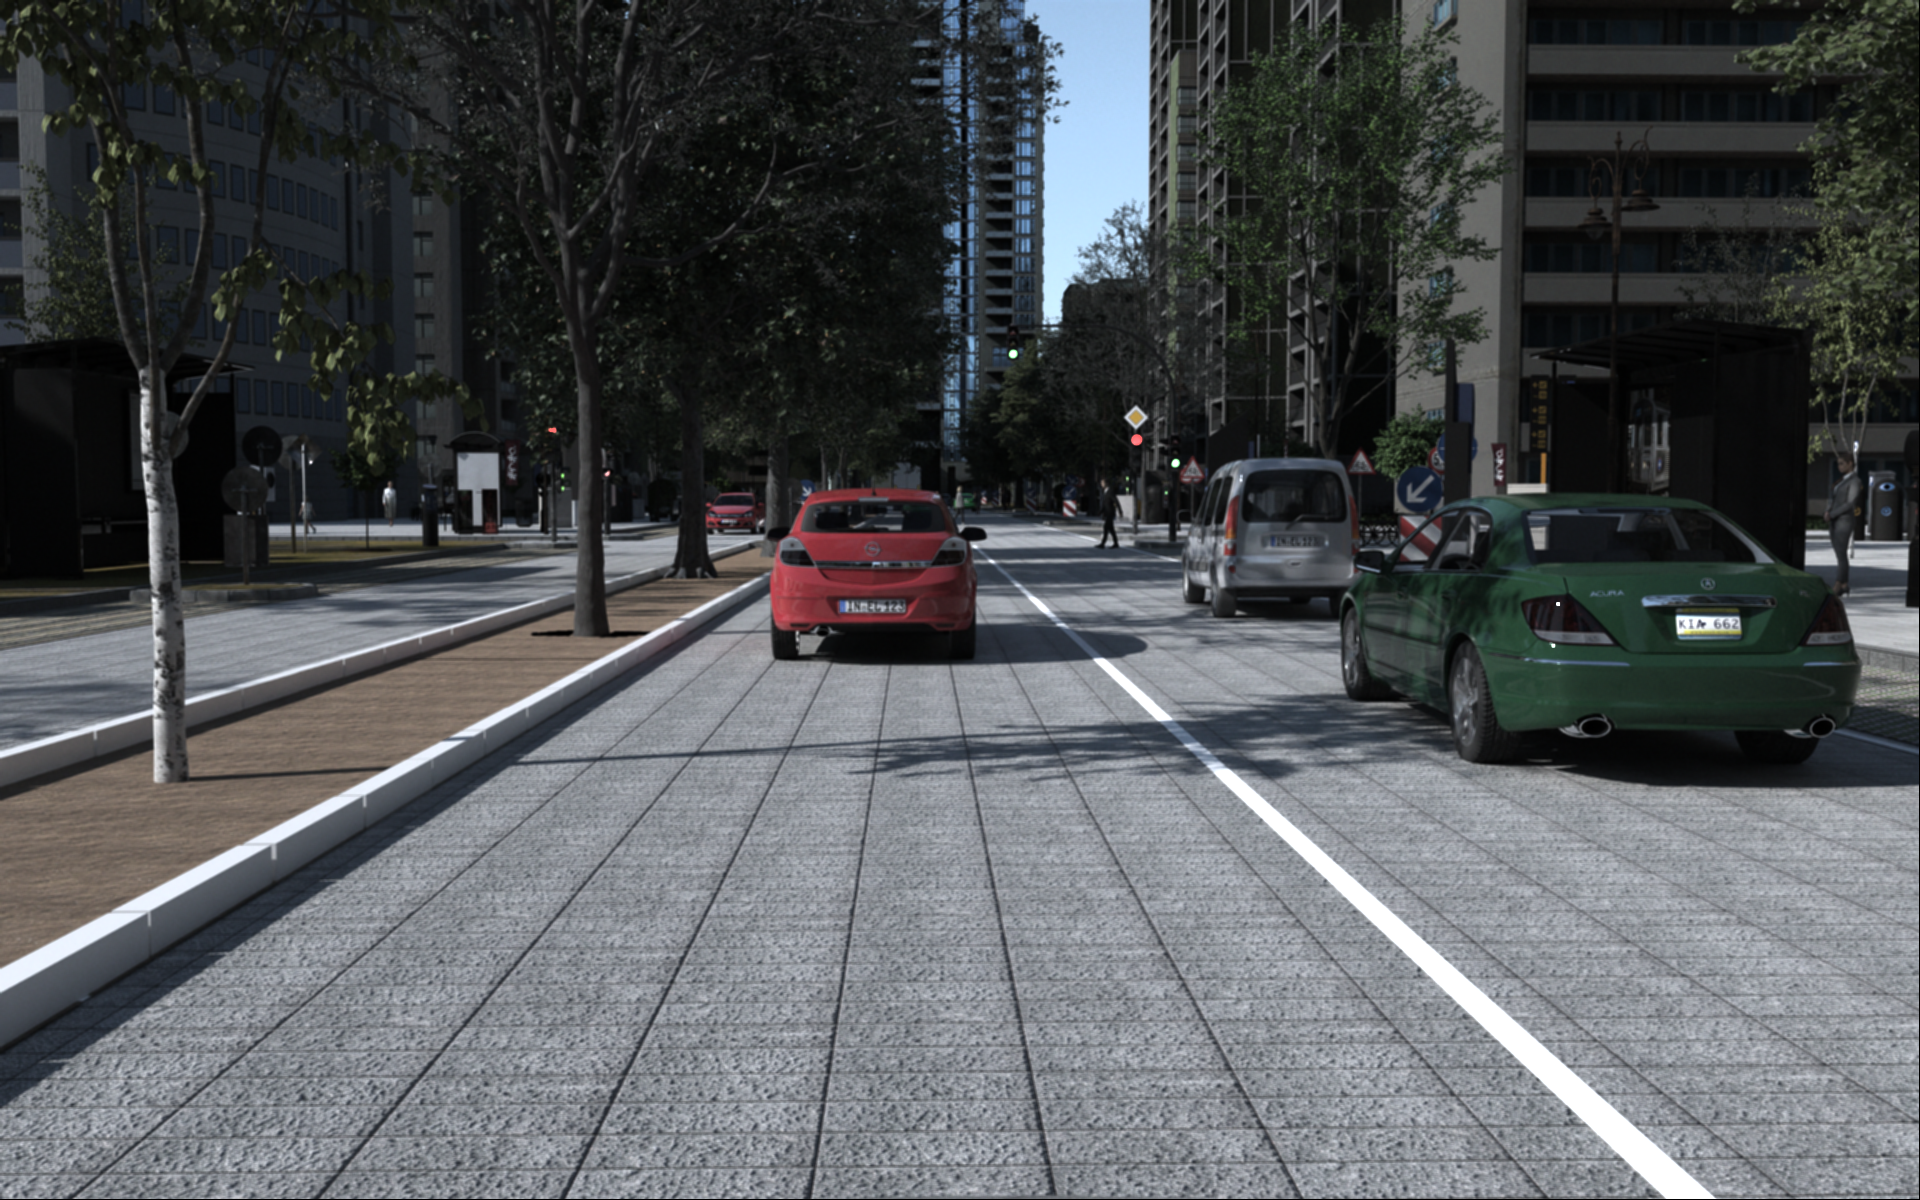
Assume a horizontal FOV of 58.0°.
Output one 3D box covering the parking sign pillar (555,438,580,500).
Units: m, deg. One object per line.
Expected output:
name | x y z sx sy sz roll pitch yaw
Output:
parking sign pillar | -15.730 -5.080 71.532 1.447 3.967 1.447 3 5 42

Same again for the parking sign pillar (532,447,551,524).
parking sign pillar | -17.809 -5.279 74.784 1.447 3.967 1.447 -1 4 -14

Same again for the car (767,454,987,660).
car | -0.797 -0.456 16.502 2.155 1.783 4.494 0 4 -2

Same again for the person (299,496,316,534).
person | -21.107 -2.748 55.993 0.382 1.210 0.505 2 4 32

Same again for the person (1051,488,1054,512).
person | 6.732 -7.197 124.381 0.731 1.740 0.598 -2 4 -24

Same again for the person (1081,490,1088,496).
person | 12.911 -10.586 179.828 1.217 1.736 0.721 3 4 39

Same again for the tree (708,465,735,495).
tree | -15.590 -7.182 112.028 1.663 3.219 1.824 0 3 0

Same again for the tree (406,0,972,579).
tree | -4.553 -6.714 29.237 9.611 12.733 9.660 0 3 0

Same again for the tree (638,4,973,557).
tree | -4.196 -7.946 39.025 9.857 13.997 8.962 0 3 0

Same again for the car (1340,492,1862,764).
car | 3.615 0.071 10.641 2.131 1.459 4.920 0 4 0

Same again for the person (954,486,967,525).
person | -0.046 -4.314 79.212 0.728 1.800 0.709 -1 4 -20

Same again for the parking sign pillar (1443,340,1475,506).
parking sign pillar | 8.885 -2.594 30.877 1.447 3.967 1.447 1 4 19

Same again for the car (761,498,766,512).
car | -12.339 -6.138 112.930 1.945 1.354 3.894 0 4 -2

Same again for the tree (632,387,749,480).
tree | -14.648 -10.778 94.343 7.486 12.596 7.792 0 3 0

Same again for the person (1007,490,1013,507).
person | 5.095 -10.519 178.741 0.721 1.735 1.217 -3 5 -44

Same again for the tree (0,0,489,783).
tree | -3.873 -3.382 8.113 4.737 8.622 4.395 0 3 0

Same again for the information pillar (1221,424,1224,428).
information pillar | 8.749 -4.061 57.748 0.183 3.616 0.504 1 4 17

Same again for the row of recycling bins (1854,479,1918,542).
row of recycling bins | 25.604 -2.437 46.957 3.534 1.692 1.069 2 4 33

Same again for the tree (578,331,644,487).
tree | -13.906 -7.011 64.985 4.360 8.622 3.978 0 3 0

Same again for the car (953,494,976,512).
car | 0.383 -8.089 141.052 1.959 1.807 4.718 0 4 -2

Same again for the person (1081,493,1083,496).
person | 13.470 -11.120 191.085 0.421 1.427 0.697 1 4 9

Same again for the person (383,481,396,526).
person | -22.621 -3.822 68.759 0.478 1.798 0.641 0 4 -7

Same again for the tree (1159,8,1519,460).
tree | 8.202 -6.874 38.146 9.928 11.665 9.643 0 3 0

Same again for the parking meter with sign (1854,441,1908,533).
parking meter with sign | 30.214 -3.698 56.728 1.738 3.016 0.543 0 4 8

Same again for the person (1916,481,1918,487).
person | 13.577 -1.081 23.997 0.573 1.790 0.520 3 5 39

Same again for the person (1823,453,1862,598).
person | 10.832 -0.924 21.419 0.573 1.790 0.520 -1 4 -11

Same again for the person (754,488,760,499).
person | -16.600 -8.330 142.371 0.705 1.807 1.348 2 4 34

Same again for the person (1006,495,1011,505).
person | 5.423 -11.359 194.994 0.421 1.427 0.697 -3 4 -36

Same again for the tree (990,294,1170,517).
tree | 7.543 -11.108 98.620 9.611 12.733 9.660 0 3 0

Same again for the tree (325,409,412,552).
tree | -13.460 -2.710 38.908 1.663 3.219 1.824 0 3 0

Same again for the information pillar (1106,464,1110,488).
information pillar | 10.735 -8.234 125.972 0.183 3.616 0.504 2 4 30

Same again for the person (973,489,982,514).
person | 1.257 -6.908 121.809 0.716 1.782 0.532 -1 4 -18

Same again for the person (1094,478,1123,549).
person | 3.840 -2.268 45.361 0.755 1.850 0.659 -1 4 -15

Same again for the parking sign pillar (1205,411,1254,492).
parking sign pillar | 8.612 -4.132 56.035 1.447 3.967 1.447 0 4 -4

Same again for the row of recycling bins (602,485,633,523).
row of recycling bins | -17.145 -4.846 86.341 1.069 1.692 3.534 0 4 1

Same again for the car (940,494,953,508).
car | -1.619 -9.981 175.197 2.014 1.417 4.499 0 4 0

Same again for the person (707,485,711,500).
person | -14.930 -5.920 103.042 0.583 1.804 0.606 1 4 15

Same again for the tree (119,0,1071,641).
tree | -3.673 -6.363 16.870 12.009 13.543 11.850 0 3 0

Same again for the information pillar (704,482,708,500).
information pillar | -16.017 -6.402 109.158 0.304 2.012 0.304 0 4 -7

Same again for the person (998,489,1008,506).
person | 4.670 -10.974 185.602 1.348 1.807 0.705 0 4 8

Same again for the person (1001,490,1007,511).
person | 3.693 -8.392 146.164 0.568 1.767 0.683 -3 5 -42

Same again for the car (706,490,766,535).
car | -8.083 -3.282 62.704 2.155 1.783 4.494 0 4 0

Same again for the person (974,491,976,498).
person | 1.586 -10.892 187.308 0.721 1.735 1.217 -3 4 -36

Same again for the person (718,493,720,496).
person | -23.528 -9.838 167.725 0.721 1.723 1.217 -2 4 -34

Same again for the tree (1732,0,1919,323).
tree | 9.401 -5.788 12.769 7.486 12.596 7.792 0 3 0

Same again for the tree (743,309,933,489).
tree | -4.844 -8.838 72.711 9.928 11.665 9.643 0 3 0

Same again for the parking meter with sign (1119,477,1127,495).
parking meter with sign | 10.325 -6.964 110.127 0.543 3.016 1.738 1 4 16

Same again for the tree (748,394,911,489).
tree | -5.545 -9.839 81.458 7.486 12.596 7.792 0 3 0

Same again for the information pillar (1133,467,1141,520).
information pillar | 8.821 -5.805 86.263 0.504 3.616 0.183 -2 4 -35

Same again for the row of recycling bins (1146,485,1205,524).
row of recycling bins | 9.554 -4.192 75.644 3.534 1.692 1.069 -3 4 -37

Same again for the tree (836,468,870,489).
tree | -6.600 -10.326 121.647 4.360 8.622 3.978 0 3 0

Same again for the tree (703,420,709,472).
tree | -15.157 -8.299 86.056 4.737 8.622 4.395 0 3 0
